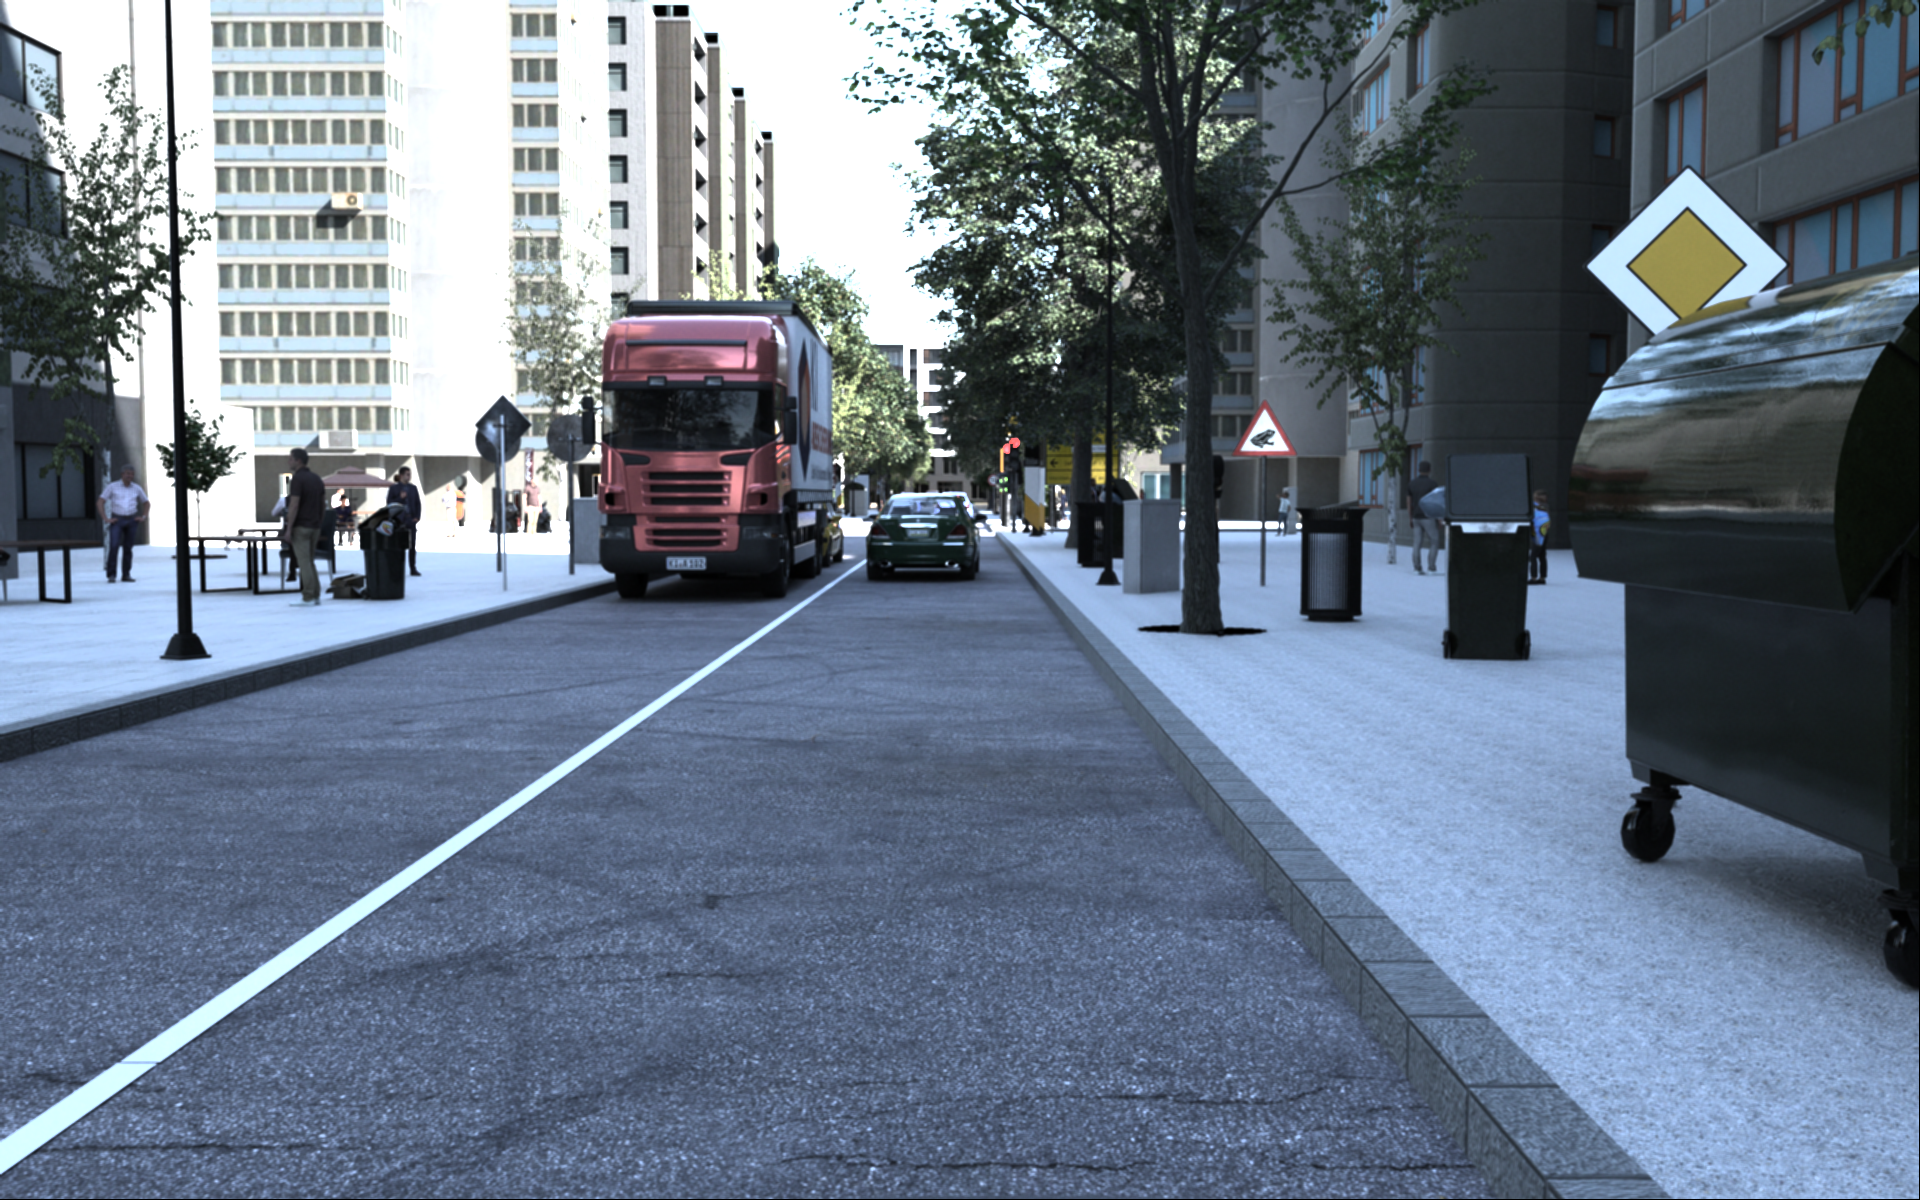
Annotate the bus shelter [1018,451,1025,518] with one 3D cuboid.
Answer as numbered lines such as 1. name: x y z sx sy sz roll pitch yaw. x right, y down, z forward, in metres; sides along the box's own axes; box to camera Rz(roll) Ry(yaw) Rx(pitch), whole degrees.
1. bus shelter: 3.839 -6.461 96.924 1.731 3.624 6.357 0 3 0

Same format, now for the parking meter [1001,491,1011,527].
1. parking meter: 1.790 -3.613 67.486 0.372 1.533 0.369 0 3 0

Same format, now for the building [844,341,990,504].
1. building: -9.610 -24.575 245.767 32.646 21.610 27.936 0 3 0

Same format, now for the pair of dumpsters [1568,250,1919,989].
1. pair of dumpsters: 2.939 -0.091 3.982 1.574 2.255 4.437 0 3 0

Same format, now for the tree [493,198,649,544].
1. tree: -10.005 -5.739 44.201 4.360 8.622 3.978 0 3 0

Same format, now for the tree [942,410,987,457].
1. tree: 3.295 -15.730 167.548 12.009 13.543 11.850 0 3 0

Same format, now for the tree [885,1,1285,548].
1. tree: 2.829 -8.209 40.879 9.857 13.997 8.962 0 3 0

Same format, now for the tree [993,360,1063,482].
1. tree: 3.521 -8.250 85.244 4.737 8.622 4.395 0 3 0

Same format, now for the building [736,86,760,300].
1. building: -21.727 -21.145 117.414 14.160 30.474 14.107 0 3 0

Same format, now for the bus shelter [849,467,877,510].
1. bus shelter: -7.019 -7.869 122.580 2.014 3.302 5.546 0 4 0

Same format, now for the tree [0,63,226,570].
1. tree: -14.613 -4.806 28.939 4.737 8.622 4.395 0 3 0

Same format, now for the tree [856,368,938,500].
1. tree: -5.976 -14.537 155.806 7.486 12.596 7.792 0 3 0

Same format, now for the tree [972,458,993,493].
1. tree: 2.466 -8.838 128.208 4.285 4.588 4.351 0 3 0

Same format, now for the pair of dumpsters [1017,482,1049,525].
1. pair of dumpsters: 3.261 -4.278 72.441 1.574 2.255 4.437 0 3 0

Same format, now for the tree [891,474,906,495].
1. tree: -6.117 -10.563 167.307 1.663 3.219 1.824 0 3 0

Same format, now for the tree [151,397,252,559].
1. tree: -15.347 -2.447 34.604 1.663 3.219 1.824 0 3 0

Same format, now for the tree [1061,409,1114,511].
1. tree: 7.749 -9.653 108.188 4.360 8.622 3.978 0 3 0

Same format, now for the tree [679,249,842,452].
1. tree: -6.687 -6.203 51.776 4.737 8.622 4.395 0 3 0

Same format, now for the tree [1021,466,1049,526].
1. tree: 3.263 -4.564 69.223 1.663 3.219 1.824 0 3 0

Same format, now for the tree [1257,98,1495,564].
1. tree: 7.707 -4.968 31.588 4.737 8.622 4.395 0 3 0

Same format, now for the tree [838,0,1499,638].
1. tree: 2.109 -5.507 15.800 9.928 11.665 9.643 0 3 0

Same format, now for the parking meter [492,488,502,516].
1. parking meter: -17.912 -3.587 67.064 0.372 1.533 0.369 0 3 0

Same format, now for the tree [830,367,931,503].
1. tree: -6.643 -9.556 90.659 7.601 10.594 8.767 1 4 21

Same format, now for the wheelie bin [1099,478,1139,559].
1. wheelie bin: 3.182 -1.639 34.704 0.693 1.594 0.980 2 4 30

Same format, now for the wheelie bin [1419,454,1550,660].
1. wheelie bin: 4.101 -0.348 13.604 0.980 1.594 0.693 1 4 13

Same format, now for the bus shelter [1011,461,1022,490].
1. bus shelter: 3.907 -6.857 106.035 2.014 3.302 5.546 0 3 0

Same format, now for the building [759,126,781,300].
1. building: -21.359 -22.023 131.775 14.160 30.474 14.107 0 3 0

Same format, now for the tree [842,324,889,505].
1. tree: -5.806 -7.398 71.327 4.737 8.622 4.395 0 3 0

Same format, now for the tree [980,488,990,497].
1. tree: 3.226 -15.175 198.480 4.360 8.622 3.978 0 3 0

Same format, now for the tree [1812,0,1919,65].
1. tree: 5.801 -3.560 8.565 4.737 8.622 4.395 0 3 0

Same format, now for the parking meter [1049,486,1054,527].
1. parking meter: 3.628 -3.760 67.182 0.255 1.863 0.399 2 4 31

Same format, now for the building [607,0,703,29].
1. building: -21.524 -20.283 103.333 14.160 30.474 14.107 0 3 0

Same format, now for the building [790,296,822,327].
1. building: -22.321 -18.459 168.262 16.747 18.905 31.486 0 3 0

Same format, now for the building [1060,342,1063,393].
1. building: 24.820 -21.296 192.168 27.936 21.610 32.646 0 3 0

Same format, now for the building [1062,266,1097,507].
1. building: 24.602 -19.272 159.067 27.936 21.610 32.646 0 3 0

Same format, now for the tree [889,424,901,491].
1. tree: -6.134 -11.388 136.556 4.737 8.622 4.395 0 3 0

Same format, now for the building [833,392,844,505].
1. building: -29.767 -20.423 200.369 31.486 18.905 16.747 0 3 0

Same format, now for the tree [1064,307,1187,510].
1. tree: 6.818 -7.236 68.678 4.737 8.622 4.395 0 3 0

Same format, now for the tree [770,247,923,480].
1. tree: -6.515 -10.005 80.587 9.611 12.733 9.660 0 3 0

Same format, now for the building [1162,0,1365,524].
1. building: 22.990 -24.173 87.108 23.993 40.220 32.217 0 3 0

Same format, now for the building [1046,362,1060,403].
1. building: 22.447 -22.853 240.098 31.486 18.905 16.747 0 3 0

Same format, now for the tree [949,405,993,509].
1. tree: 2.550 -13.959 146.352 7.486 12.596 7.792 0 3 0

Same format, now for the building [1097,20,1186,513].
1. building: 21.684 -30.836 127.868 21.300 48.544 21.600 0 3 0

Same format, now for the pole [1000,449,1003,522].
1. pole: 1.910 -5.157 78.157 0.158 3.312 0.155 0 3 0
